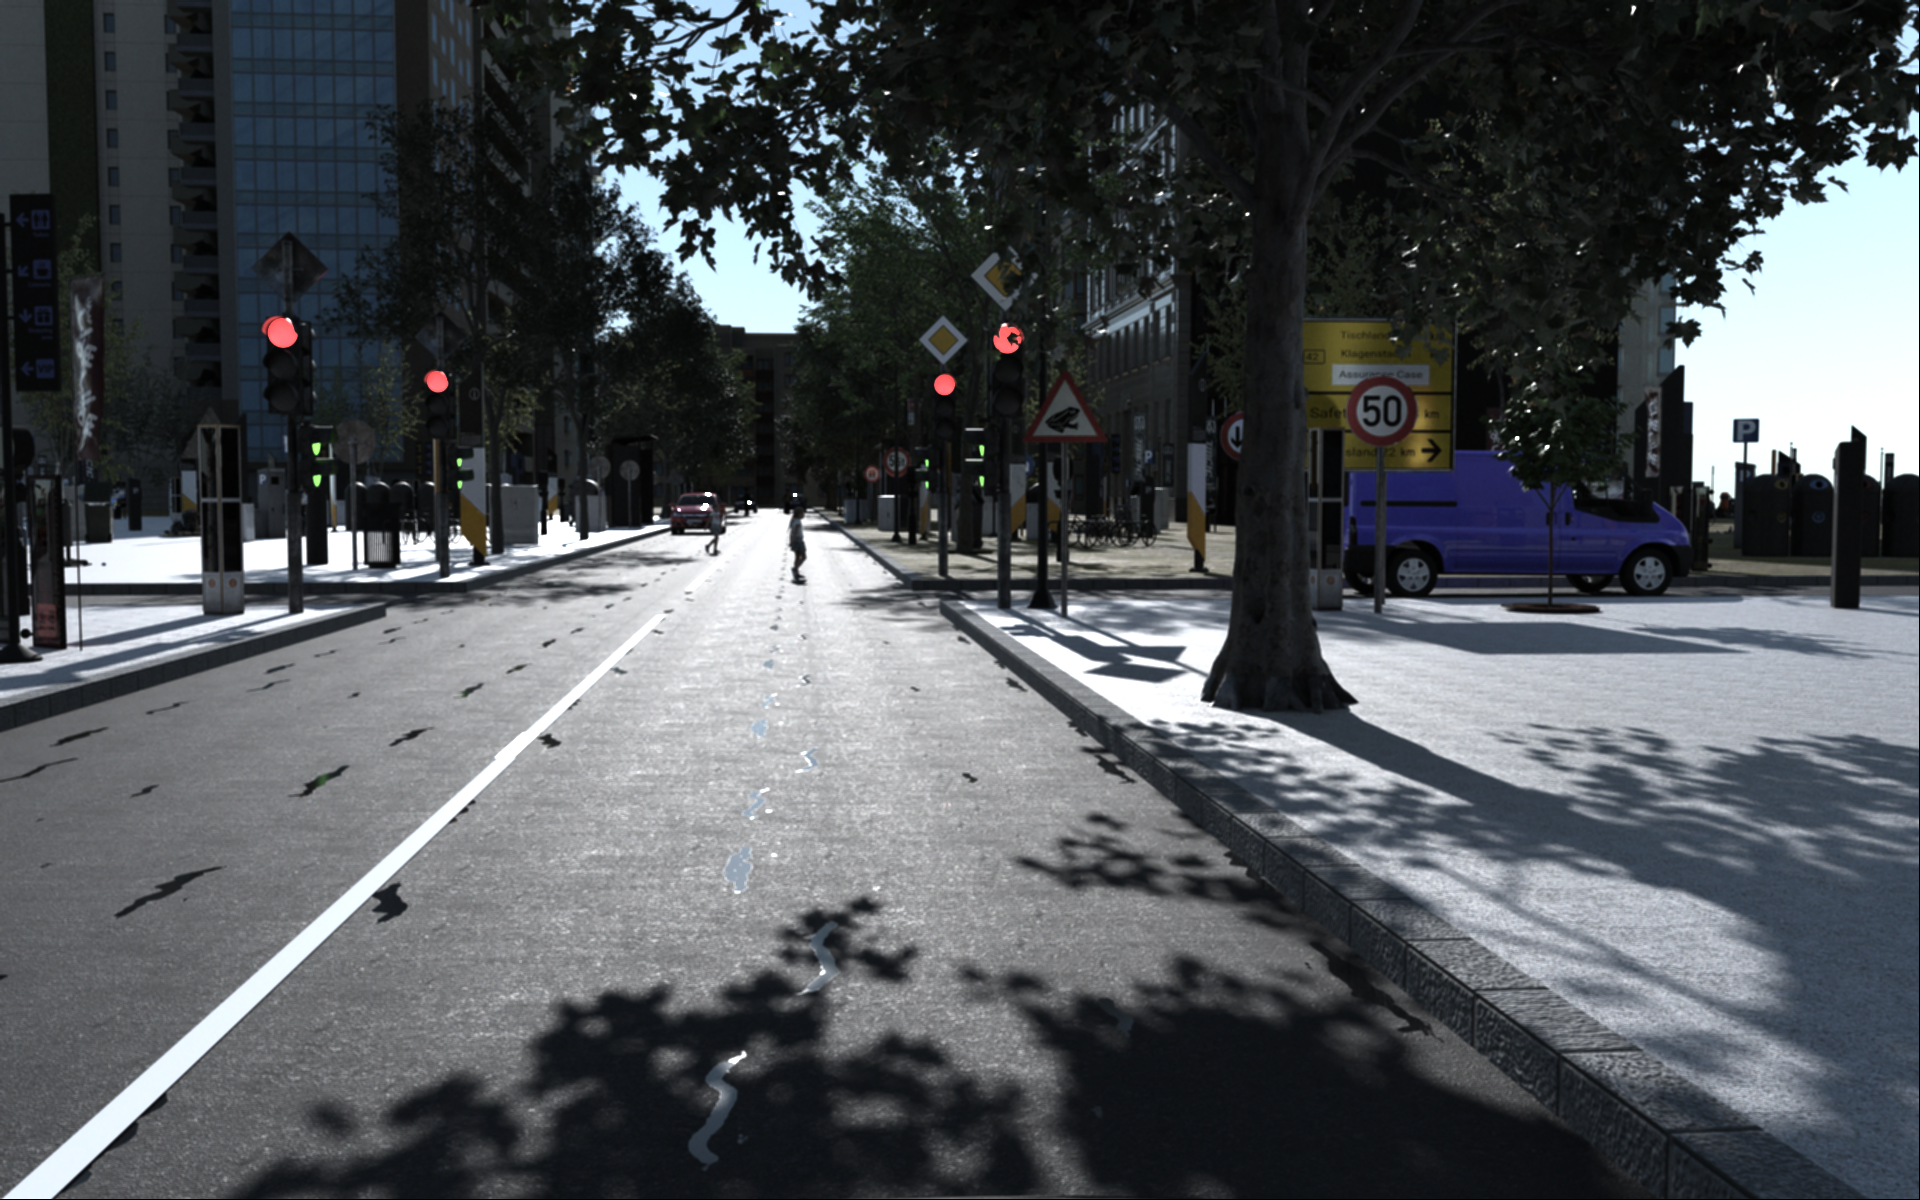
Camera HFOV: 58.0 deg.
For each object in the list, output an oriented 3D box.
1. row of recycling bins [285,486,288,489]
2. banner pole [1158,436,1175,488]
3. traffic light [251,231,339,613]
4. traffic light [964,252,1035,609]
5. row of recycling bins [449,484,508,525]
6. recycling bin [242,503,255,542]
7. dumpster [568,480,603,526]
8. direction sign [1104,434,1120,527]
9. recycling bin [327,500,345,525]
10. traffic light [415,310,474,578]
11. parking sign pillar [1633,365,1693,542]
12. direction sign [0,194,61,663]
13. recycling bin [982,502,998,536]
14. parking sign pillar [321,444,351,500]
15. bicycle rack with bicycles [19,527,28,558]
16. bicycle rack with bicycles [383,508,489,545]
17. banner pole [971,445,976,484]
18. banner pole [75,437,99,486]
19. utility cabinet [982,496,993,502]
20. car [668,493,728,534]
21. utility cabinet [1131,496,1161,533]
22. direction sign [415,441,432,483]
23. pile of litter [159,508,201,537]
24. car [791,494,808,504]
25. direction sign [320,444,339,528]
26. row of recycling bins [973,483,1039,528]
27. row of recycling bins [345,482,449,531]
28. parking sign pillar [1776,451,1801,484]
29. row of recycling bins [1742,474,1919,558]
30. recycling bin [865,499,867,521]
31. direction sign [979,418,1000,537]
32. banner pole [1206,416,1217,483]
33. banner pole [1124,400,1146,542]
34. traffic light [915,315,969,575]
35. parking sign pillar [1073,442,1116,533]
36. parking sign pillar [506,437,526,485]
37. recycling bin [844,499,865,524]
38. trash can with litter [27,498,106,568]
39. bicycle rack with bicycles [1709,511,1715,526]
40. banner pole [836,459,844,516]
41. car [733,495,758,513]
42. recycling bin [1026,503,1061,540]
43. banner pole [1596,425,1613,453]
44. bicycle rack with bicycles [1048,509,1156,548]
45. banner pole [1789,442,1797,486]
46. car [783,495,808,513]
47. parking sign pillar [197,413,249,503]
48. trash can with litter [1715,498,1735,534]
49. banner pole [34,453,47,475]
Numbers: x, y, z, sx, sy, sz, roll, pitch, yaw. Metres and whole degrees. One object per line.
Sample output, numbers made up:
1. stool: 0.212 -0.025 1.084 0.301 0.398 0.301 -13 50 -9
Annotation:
1. row of recycling bins: -33.480 -5.042 89.555 3.534 1.692 1.069 -2 4 -30
2. banner pole: 8.857 -5.200 75.034 0.863 3.779 0.401 0 4 3
3. traffic light: -7.148 -1.814 18.579 0.839 4.253 0.868 0 4 -5
4. traffic light: 0.477 -1.859 19.322 0.839 4.253 0.868 0 4 -5
5. row of recycling bins: -19.916 -3.941 71.549 3.534 1.692 1.069 1 4 21
6. recycling bin: -19.576 -2.099 46.866 0.722 1.027 0.722 0 4 -2
7. dumpster: -15.254 -3.956 70.439 1.264 1.857 1.865 0 4 -6
8. direction sign: 5.628 -4.492 65.444 0.876 3.537 0.379 -1 4 -16
9. recycling bin: -25.783 -3.615 71.658 0.722 1.027 0.722 -2 4 -24
10. traffic light: -7.909 -2.300 26.528 0.839 4.253 0.868 0 4 -5
11. parking sign pillar: 14.964 -2.961 36.879 1.447 3.967 1.447 -1 4 -19
12. direction sign: -7.262 -1.297 13.200 0.876 3.537 0.379 0 4 6
13. recycling bin: 0.776 -2.519 53.739 0.722 1.027 0.722 -2 4 -26
14. parking sign pillar: -29.770 -5.773 82.861 1.447 3.967 1.447 0 4 2
15. bicycle rack with bicycles: -20.061 -1.308 34.771 2.852 0.926 2.925 -3 4 -38
16. bicycle rack with bicycles: -13.713 -1.940 45.104 2.852 0.926 2.925 -3 5 -41
17. banner pole: 0.516 -4.892 70.000 0.401 3.779 0.863 -1 4 -19
18. banner pole: -28.390 -4.069 56.538 0.863 3.779 0.401 0 4 3
19. utility cabinet: 0.568 -2.837 57.540 1.020 1.237 0.306 1 4 16
20. car: -9.537 -3.318 63.289 2.155 1.783 4.494 0 4 -4
21. utility cabinet: 6.112 -2.801 56.959 1.020 1.237 0.306 -2 4 -31
22. direction sign: -23.144 -5.063 74.780 0.379 3.537 0.876 2 4 30
23. pile of litter: -23.347 -2.361 52.568 1.719 0.858 1.176 0 4 -6
24. car: -15.384 -9.261 163.219 2.131 1.459 4.920 0 4 -5
25. direction sign: -24.118 -4.538 66.188 0.379 3.537 0.876 2 4 32
26. row of recycling bins: 1.779 -3.610 66.136 3.534 1.692 1.069 0 4 -8
27. row of recycling bins: -20.007 -3.296 61.010 3.534 1.692 1.069 1 4 9
28. parking sign pillar: 51.074 -7.239 106.825 1.447 3.967 1.447 -3 5 -44
29. row of recycling bins: 17.991 -1.744 35.628 3.534 1.692 1.069 1 4 9
30. recycling bin: -4.822 -4.229 81.697 0.722 1.027 0.722 1 4 21
31. direction sign: 1.015 -3.656 51.766 0.876 3.537 0.379 0 4 0
32. banner pole: 6.881 -3.599 48.861 0.863 3.779 0.401 2 4 34
33. banner pole: 4.673 -3.437 46.204 0.401 3.779 0.863 -3 4 -37
34. traffic light: -0.284 -2.346 27.271 0.839 4.253 0.868 0 4 -5
35. parking sign pillar: 4.433 -4.183 56.870 1.447 3.967 1.447 1 4 13
36. parking sign pillar: -21.166 -5.757 82.603 1.447 3.967 1.447 1 4 9
37. recycling bin: -4.615 -3.813 74.894 0.722 1.027 0.722 -1 4 -12
38. trash can with litter: -16.064 -1.198 30.644 1.678 1.210 2.233 -1 4 -14
39. bicycle rack with bicycles: 28.272 -3.359 68.296 2.925 0.926 2.852 3 5 40
40. banner pole: -6.862 -6.718 99.862 0.401 3.779 0.863 3 4 38
41. car: -16.387 -7.334 132.486 1.945 1.354 3.894 0 4 -6
42. recycling bin: 2.334 -2.188 48.327 0.722 1.027 0.722 -3 5 -41
43. banner pole: 21.461 -4.143 57.753 0.863 3.779 0.401 1 4 17
44. bicycle rack with bicycles: 3.559 -1.775 42.412 2.925 0.926 2.852 -2 4 -27
45. banner pole: 40.053 -5.708 83.344 0.401 3.779 0.863 0 4 3
46. car: -12.660 -7.369 133.068 1.945 1.354 3.894 0 4 -4
47. parking sign pillar: -24.027 -4.189 56.968 1.447 3.967 1.447 1 4 16
48. trash can with litter: 25.333 -2.796 56.774 1.678 1.210 2.233 3 4 36
49. banner pole: -52.200 -6.618 98.225 0.863 3.779 0.401 -1 4 -17
